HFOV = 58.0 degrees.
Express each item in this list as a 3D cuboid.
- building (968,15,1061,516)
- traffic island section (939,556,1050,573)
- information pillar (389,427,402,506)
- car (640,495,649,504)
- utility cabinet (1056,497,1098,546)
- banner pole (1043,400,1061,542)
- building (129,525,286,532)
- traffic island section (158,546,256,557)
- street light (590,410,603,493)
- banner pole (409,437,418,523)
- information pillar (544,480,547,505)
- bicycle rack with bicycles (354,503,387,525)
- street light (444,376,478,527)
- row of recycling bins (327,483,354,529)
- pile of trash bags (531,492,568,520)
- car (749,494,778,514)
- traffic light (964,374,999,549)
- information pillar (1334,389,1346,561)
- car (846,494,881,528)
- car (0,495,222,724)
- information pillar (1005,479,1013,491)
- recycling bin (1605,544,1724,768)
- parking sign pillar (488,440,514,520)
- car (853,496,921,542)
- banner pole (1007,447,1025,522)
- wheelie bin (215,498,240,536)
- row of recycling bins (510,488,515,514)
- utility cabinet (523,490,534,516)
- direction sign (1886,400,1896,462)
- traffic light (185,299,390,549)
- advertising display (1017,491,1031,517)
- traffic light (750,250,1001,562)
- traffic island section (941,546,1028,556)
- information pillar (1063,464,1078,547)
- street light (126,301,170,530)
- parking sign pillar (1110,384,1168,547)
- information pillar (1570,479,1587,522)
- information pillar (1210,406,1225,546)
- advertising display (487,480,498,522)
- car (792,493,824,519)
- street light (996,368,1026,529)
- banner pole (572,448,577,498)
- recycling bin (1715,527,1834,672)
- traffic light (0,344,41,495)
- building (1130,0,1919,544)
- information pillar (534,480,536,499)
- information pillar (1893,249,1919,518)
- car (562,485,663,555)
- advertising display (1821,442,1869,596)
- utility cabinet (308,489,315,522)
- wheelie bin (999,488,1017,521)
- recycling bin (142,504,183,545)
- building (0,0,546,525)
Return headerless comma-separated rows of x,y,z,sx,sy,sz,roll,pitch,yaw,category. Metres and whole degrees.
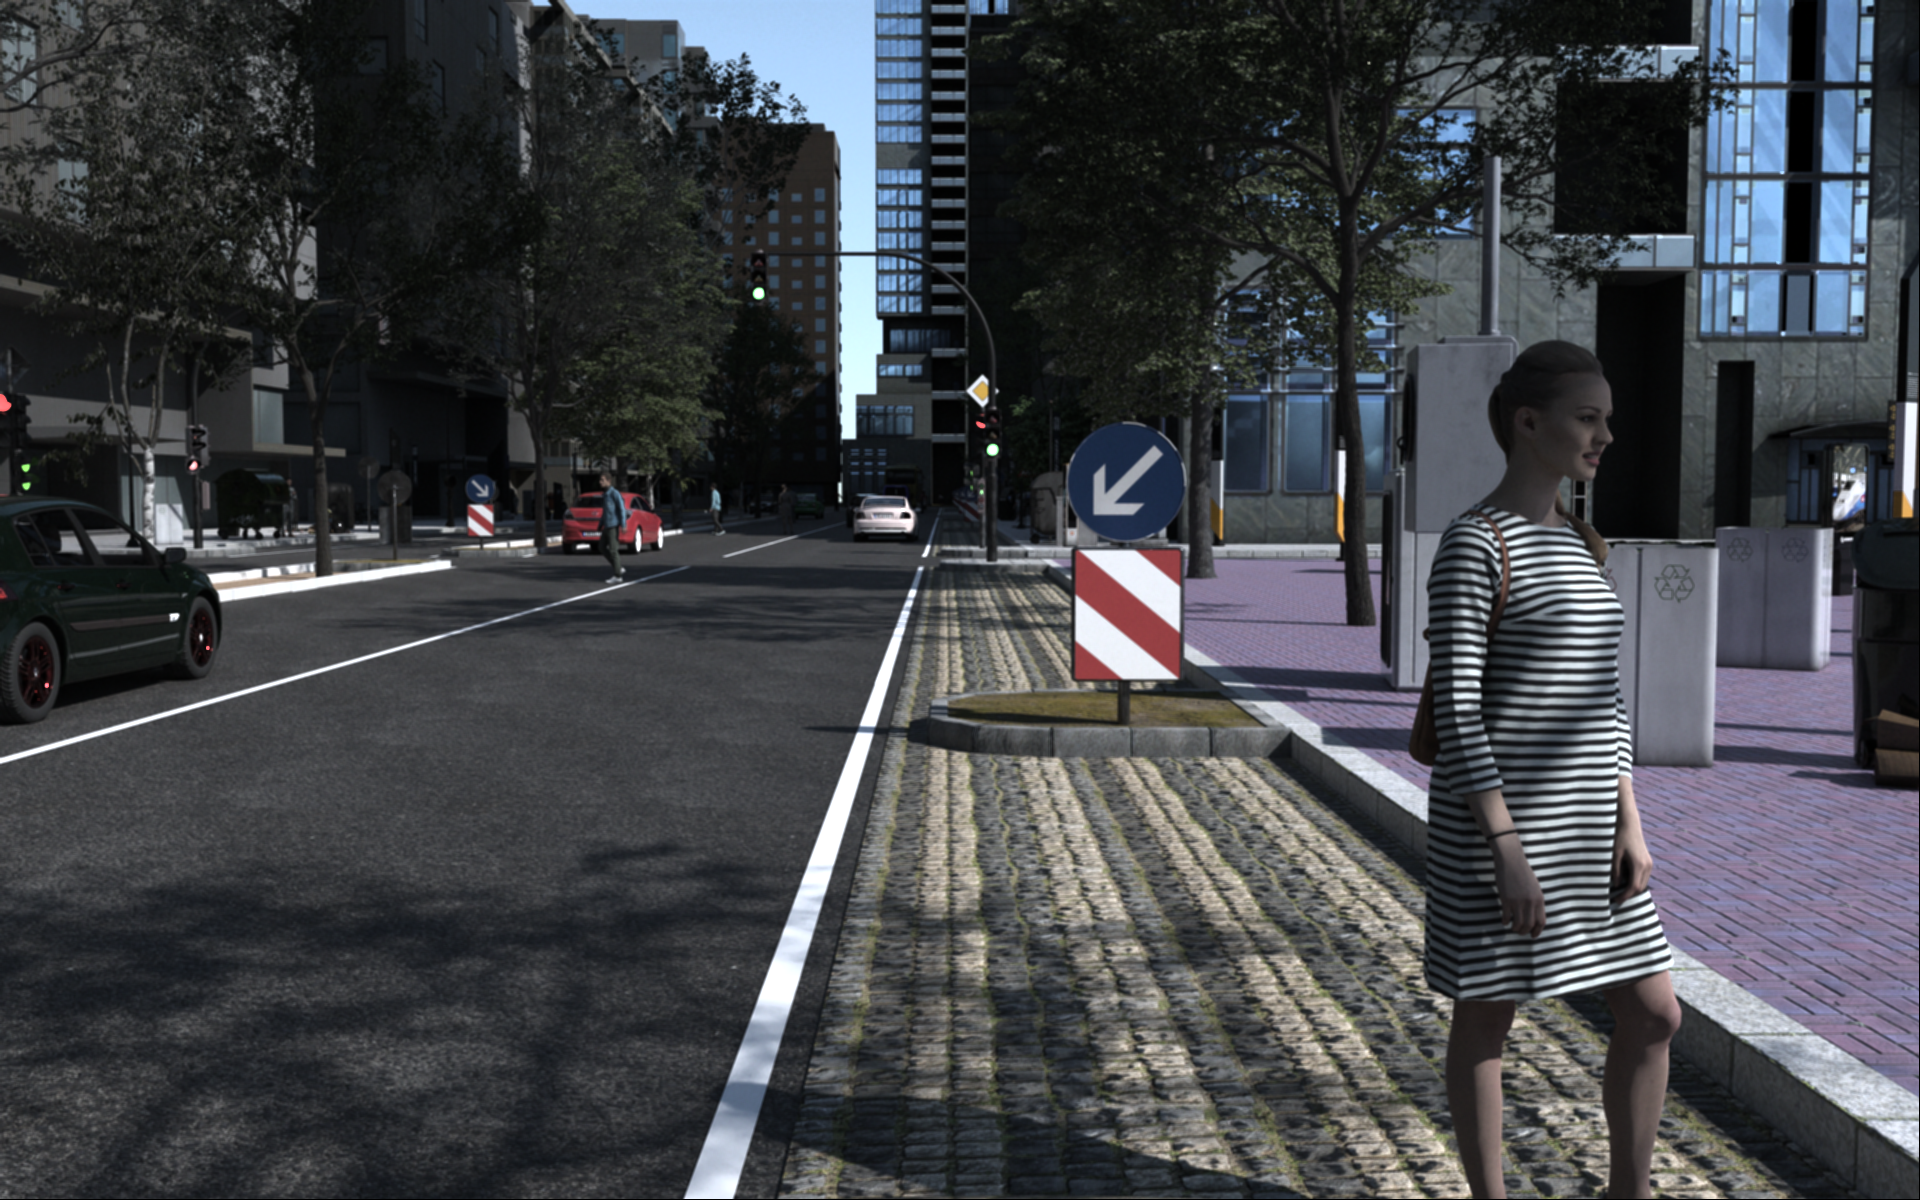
7.493,-20.614,108.736,14.160,30.474,14.107,0,4,0,building
0.617,-0.644,32.805,2.009,0.180,2.903,0,4,0,traffic island section
-19.772,-4.239,60.664,0.183,3.616,0.504,1,4,21,information pillar
-15.304,-4.137,79.647,2.014,1.417,4.499,0,4,0,car
2.886,-1.935,42.803,1.020,1.237,0.306,0,4,7,utility cabinet
2.526,-3.452,46.456,0.401,3.779,0.863,2,4,28,banner pole
-38.226,-28.504,55.276,28.713,52.752,27.495,0,4,0,building
-17.890,-1.123,40.643,2.009,0.180,2.903,0,4,0,traffic island section
-19.723,-7.492,95.027,1.470,5.913,1.316,0,4,0,street light
-24.141,-5.291,76.520,0.401,3.779,0.863,1,4,13,banner pole
-22.159,-5.350,91.969,0.304,2.012,0.304,-3,5,-42,information pillar
-25.132,-3.626,72.664,2.925,0.926,2.852,2,4,27,bicycle rack with bicycles
-19.568,-5.839,68.010,1.470,5.913,1.316,0,4,0,street light
-22.694,-3.429,63.182,1.069,1.692,3.534,-1,4,-12,row of recycling bins
-20.925,-4.817,88.511,1.912,1.369,3.447,-1,4,-13,pile of trash bags
-13.943,-6.931,123.102,2.009,1.686,4.222,0,4,0,car
0.511,-3.165,40.676,0.839,4.253,0.868,0,4,0,traffic light
7.301,-2.547,32.991,0.183,3.616,0.504,3,5,42,information pillar
-3.986,-4.011,75.361,2.009,1.686,4.222,0,4,0,car
-6.668,-0.145,12.158,2.009,1.686,4.222,0,4,-2,car
2.445,-5.056,87.157,0.304,2.012,0.304,-2,4,-29,information pillar
3.249,0.249,8.491,0.722,1.027,0.722,1,4,11,recycling bin
-22.961,-5.978,86.211,1.447,3.967,1.447,3,5,42,parking sign pillar
-2.243,-2.486,53.016,2.083,1.381,4.827,0,4,1,car
2.560,-5.460,79.288,0.863,3.779,0.401,0,4,5,banner pole
-22.184,-2.732,52.583,0.693,1.594,0.980,-1,4,-13,wheelie bin
-29.885,-6.441,112.422,1.069,1.692,3.534,1,4,12,row of recycling bins
-23.277,-5.195,93.623,0.318,1.500,1.173,-3,4,-36,utility cabinet
22.737,-3.064,42.092,0.876,3.537,0.379,-3,4,-36,direction sign
-15.759,-4.030,40.561,4.771,5.953,1.251,0,4,0,traffic light
3.509,-5.577,96.405,0.974,1.923,0.123,0,4,6,advertising display
-1.514,-3.539,32.532,4.771,5.953,1.251,0,4,0,traffic light
0.551,-1.132,40.790,2.009,0.180,2.903,0,4,0,traffic island section
2.672,-2.289,41.922,0.304,2.012,0.304,-1,4,-14,information pillar
-19.345,-4.215,41.460,1.470,5.913,1.316,0,4,0,street light
4.443,-3.327,42.866,1.447,3.967,1.447,2,4,32,parking sign pillar
14.614,-2.230,40.945,0.304,2.012,0.304,0,4,6,information pillar
6.303,-3.138,42.657,0.183,3.616,0.504,-2,4,-33,information pillar
-21.704,-4.566,79.875,0.974,1.923,0.123,2,4,28,advertising display
-8.856,-5.573,99.911,1.959,1.807,4.718,0,4,1,car
1.720,-5.574,63.680,1.470,5.913,1.316,0,4,0,street light
-20.890,-6.359,93.985,0.401,3.779,0.863,0,4,3,banner pole
6.078,-0.024,12.948,0.722,1.027,0.722,2,4,33,recycling bin
-17.784,-2.667,32.523,0.839,4.253,0.868,0,4,0,traffic light
21.108,-45.277,52.952,31.000,86.520,22.319,0,4,0,building
-22.513,-5.377,92.403,0.304,2.012,0.304,-3,5,-43,information pillar
8.682,-1.494,15.777,0.504,3.616,0.183,-3,4,-37,information pillar
-8.467,-2.045,42.474,2.155,1.783,4.494,0,4,1,car
11.161,-1.018,21.854,0.974,1.923,0.123,-3,4,-38,advertising display
-28.618,-4.224,77.740,1.173,1.500,0.318,-1,4,-12,utility cabinet
2.305,-4.621,83.459,0.693,1.594,0.980,-2,4,-35,wheelie bin
-20.094,-1.901,43.641,0.722,1.027,0.722,3,4,38,recycling bin
-38.515,-30.671,90.703,28.713,52.752,27.495,0,4,0,building
